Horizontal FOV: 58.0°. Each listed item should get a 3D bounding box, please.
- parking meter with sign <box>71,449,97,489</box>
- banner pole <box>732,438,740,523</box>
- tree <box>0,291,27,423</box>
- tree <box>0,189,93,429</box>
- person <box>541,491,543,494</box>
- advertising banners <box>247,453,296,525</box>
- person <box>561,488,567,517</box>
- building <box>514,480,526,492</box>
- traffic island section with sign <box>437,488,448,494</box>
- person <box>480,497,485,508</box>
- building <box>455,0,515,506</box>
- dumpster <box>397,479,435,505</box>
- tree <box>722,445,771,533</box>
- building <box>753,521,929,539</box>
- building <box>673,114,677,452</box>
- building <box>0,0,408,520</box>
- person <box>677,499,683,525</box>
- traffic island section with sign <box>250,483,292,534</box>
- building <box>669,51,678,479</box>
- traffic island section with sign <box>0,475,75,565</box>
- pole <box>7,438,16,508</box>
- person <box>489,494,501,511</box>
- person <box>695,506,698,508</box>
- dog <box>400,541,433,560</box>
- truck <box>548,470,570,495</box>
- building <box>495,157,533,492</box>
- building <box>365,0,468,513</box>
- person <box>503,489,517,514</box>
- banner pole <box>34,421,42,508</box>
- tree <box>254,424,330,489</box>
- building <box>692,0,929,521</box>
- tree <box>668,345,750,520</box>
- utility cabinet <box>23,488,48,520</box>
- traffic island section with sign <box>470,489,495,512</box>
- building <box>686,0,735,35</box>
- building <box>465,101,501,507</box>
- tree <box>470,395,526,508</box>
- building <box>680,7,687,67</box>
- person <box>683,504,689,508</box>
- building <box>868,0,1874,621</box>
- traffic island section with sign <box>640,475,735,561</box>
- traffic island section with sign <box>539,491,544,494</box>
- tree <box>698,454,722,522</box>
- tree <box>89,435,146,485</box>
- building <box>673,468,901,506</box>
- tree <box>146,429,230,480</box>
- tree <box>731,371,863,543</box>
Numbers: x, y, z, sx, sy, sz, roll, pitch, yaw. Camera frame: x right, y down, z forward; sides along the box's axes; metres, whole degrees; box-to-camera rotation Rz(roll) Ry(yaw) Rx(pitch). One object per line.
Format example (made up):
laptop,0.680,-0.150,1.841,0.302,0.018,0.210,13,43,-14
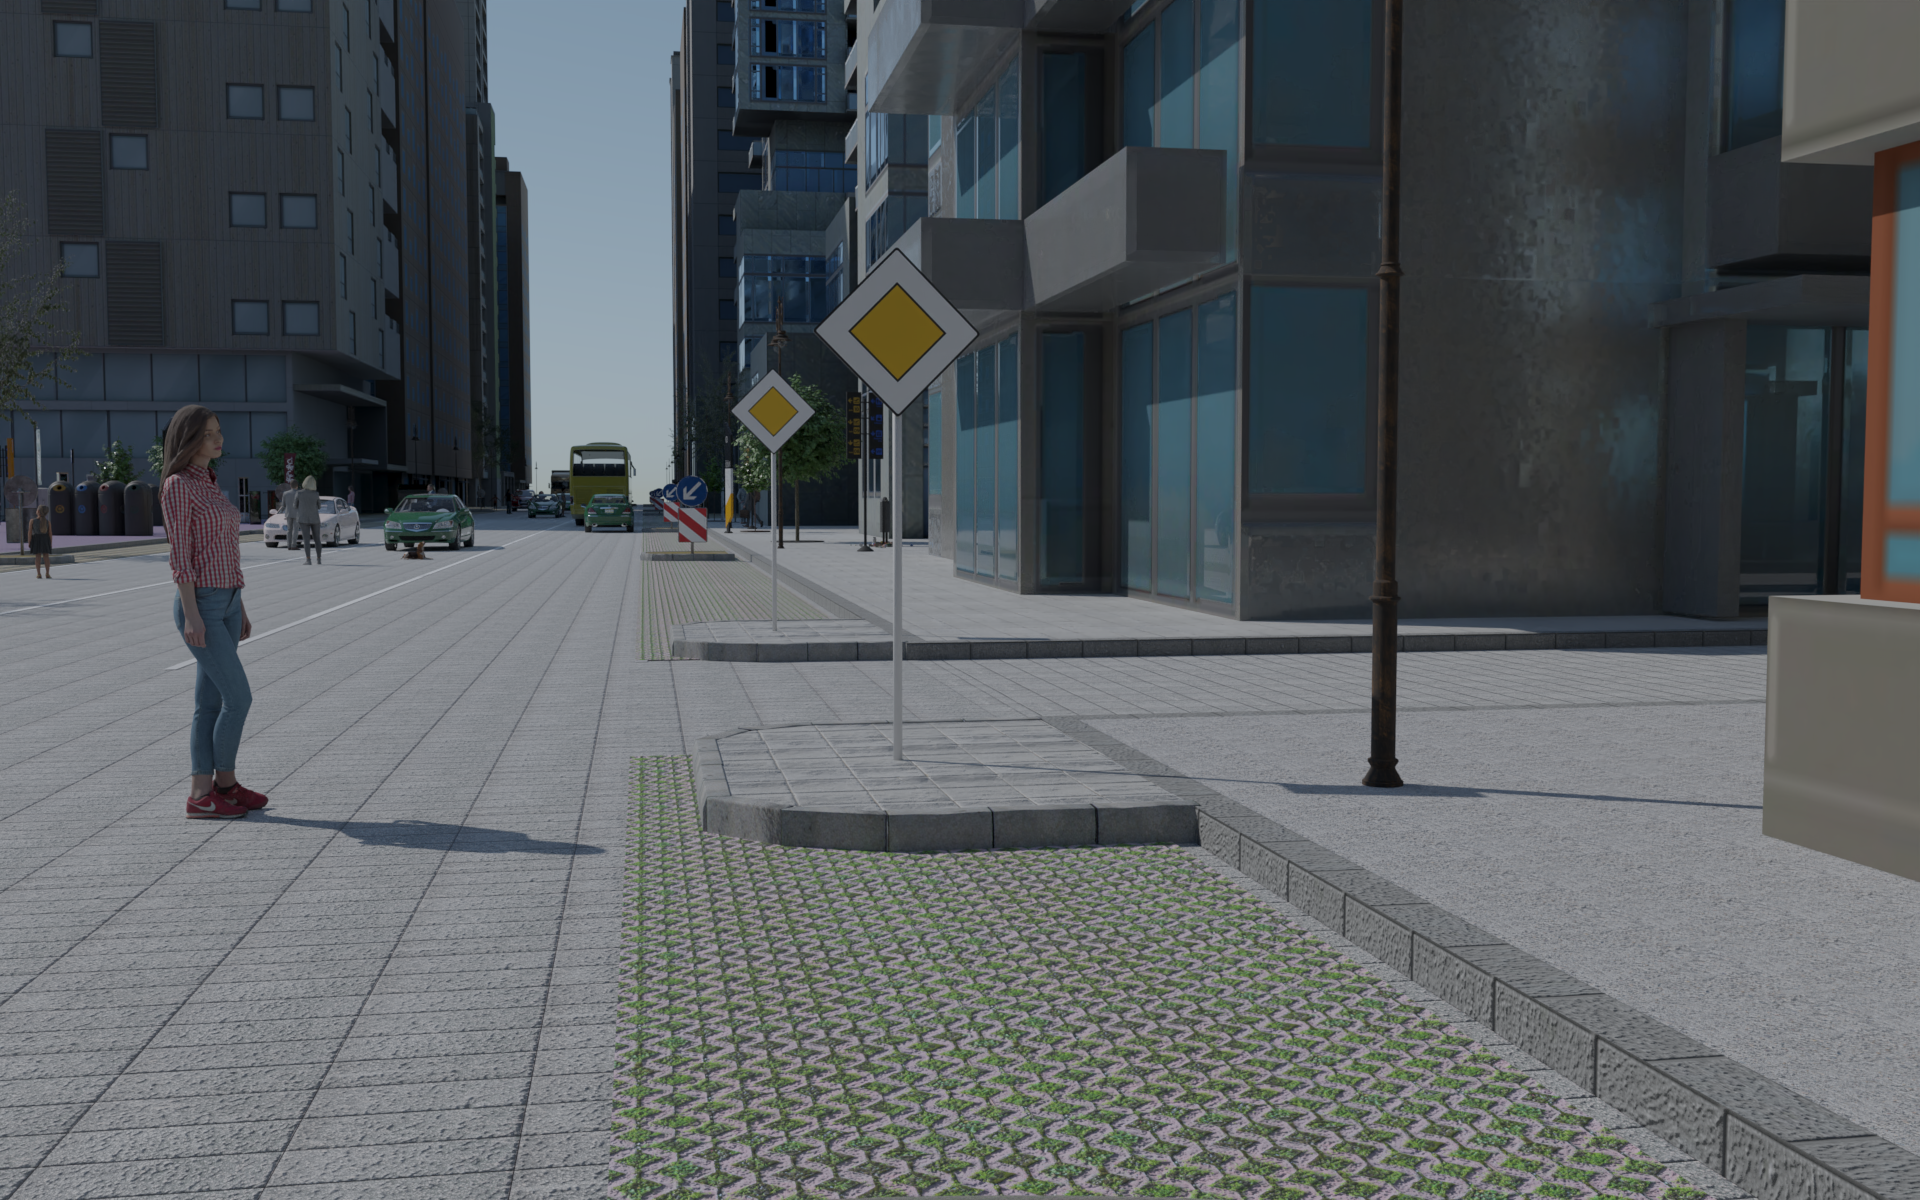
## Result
parking meter with sign,-33.463,-4.338,67.188,1.738,3.016,0.543,-2,4,-29
banner pole,-10.115,-5.362,77.692,0.401,3.779,0.863,0,4,-2
tree,-33.763,-6.603,58.318,4.737,8.622,4.395,0,3,0
tree,-22.918,-5.512,40.483,4.360,8.622,3.978,0,3,0
person,-42.550,-10.210,175.967,0.617,1.759,0.750,1,4,21
advertising banners,-28.933,-4.691,72.883,2.074,3.025,0.090,-3,5,-41
person,-24.677,-6.082,107.942,0.705,1.824,1.348,-1,4,-13
building,-70.511,-31.859,212.770,32.217,40.220,23.993,-1,4,-10
traffic island section with sign,-33.268,-6.290,111.466,1.989,1.847,2.006,-1,4,-10
person,-44.023,-9.302,159.605,0.593,1.643,0.415,-3,5,-44
building,-60.317,-45.995,190.274,20.563,71.187,20.611,-1,4,-10
dumpster,-30.447,-5.628,96.975,1.985,2.255,1.502,-1,4,-10
tree,-6.824,-3.883,58.089,1.663,3.219,1.824,0,3,0
building,4.198,-45.932,63.653,22.319,86.520,31.000,-1,4,-10
building,-24.046,-32.983,189.390,14.600,45.320,14.200,-1,4,-10
building,-47.422,-31.115,97.974,28.713,52.752,27.495,-1,4,-10
person,-13.007,-4.107,80.661,0.382,1.210,0.505,1,4,12
traffic island section with sign,-24.293,-3.279,62.247,1.989,1.847,2.006,-1,4,-10
building,-28.274,-42.329,234.075,21.231,58.520,28.212,-1,4,-10
traffic island section with sign,-19.405,-1.646,35.539,1.989,1.847,2.006,-1,4,-10
pole,-34.637,-4.245,63.248,0.158,3.312,0.155,0,3,0
person,-39.531,-8.288,147.266,1.065,1.426,0.557,0,4,6
person,-13.967,-5.212,92.727,0.593,1.643,0.415,-3,4,-37
dog,-11.920,-1.086,37.951,0.550,0.427,0.748,-3,5,-40
truck,-46.880,-13.217,205.003,2.839,4.237,11.283,-1,4,-9
building,-65.371,-35.646,232.925,14.600,45.320,14.200,-1,4,-10
building,-49.942,-30.461,148.152,14.600,45.320,14.200,-1,4,-10
person,-32.331,-7.076,124.200,1.348,1.822,0.705,2,4,33
banner pole,-31.365,-4.215,58.929,0.401,3.779,0.863,-3,5,-41
tree,-31.016,-5.921,80.516,4.285,4.588,4.351,0,3,0
building,-5.399,-48.657,108.218,22.319,86.520,31.000,-1,4,-10
tree,-11.933,-8.240,85.082,4.360,8.622,3.978,0,3,0
utility cabinet,-33.133,-3.289,62.455,1.173,1.500,0.318,-1,4,-21
traffic island section with sign,-38.129,-7.914,138.016,1.989,1.847,2.006,-1,4,-10
building,-11.192,-36.483,138.495,21.231,58.520,28.212,-1,4,-10
building,-54.377,-30.035,174.668,14.154,41.232,14.086,-1,4,-10
tree,-45.022,-13.955,162.579,8.767,10.594,7.601,-2,4,-32
building,-18.371,-31.131,159.107,14.600,45.320,14.200,-1,4,-10
person,-18.624,-6.779,117.805,0.541,1.710,0.530,0,4,1
building,13.643,-24.956,27.632,30.456,49.044,23.786,-1,4,-10
traffic island section with sign,-5.957,-1.778,37.702,1.989,1.847,2.006,-1,4,-10
traffic island section with sign,-53.046,-12.908,219.676,1.989,1.847,2.006,-1,4,-10
tree,-11.385,-5.274,80.824,1.663,3.219,1.824,0,3,0
tree,-27.159,-3.769,56.221,1.663,3.219,1.824,0,3,0
building,-18.704,-31.683,209.892,32.217,40.220,23.993,-1,4,-10
tree,-33.735,-5.629,75.742,4.285,4.588,4.351,0,3,0
tree,-4.416,-3.822,46.206,4.285,4.588,4.351,0,3,0
